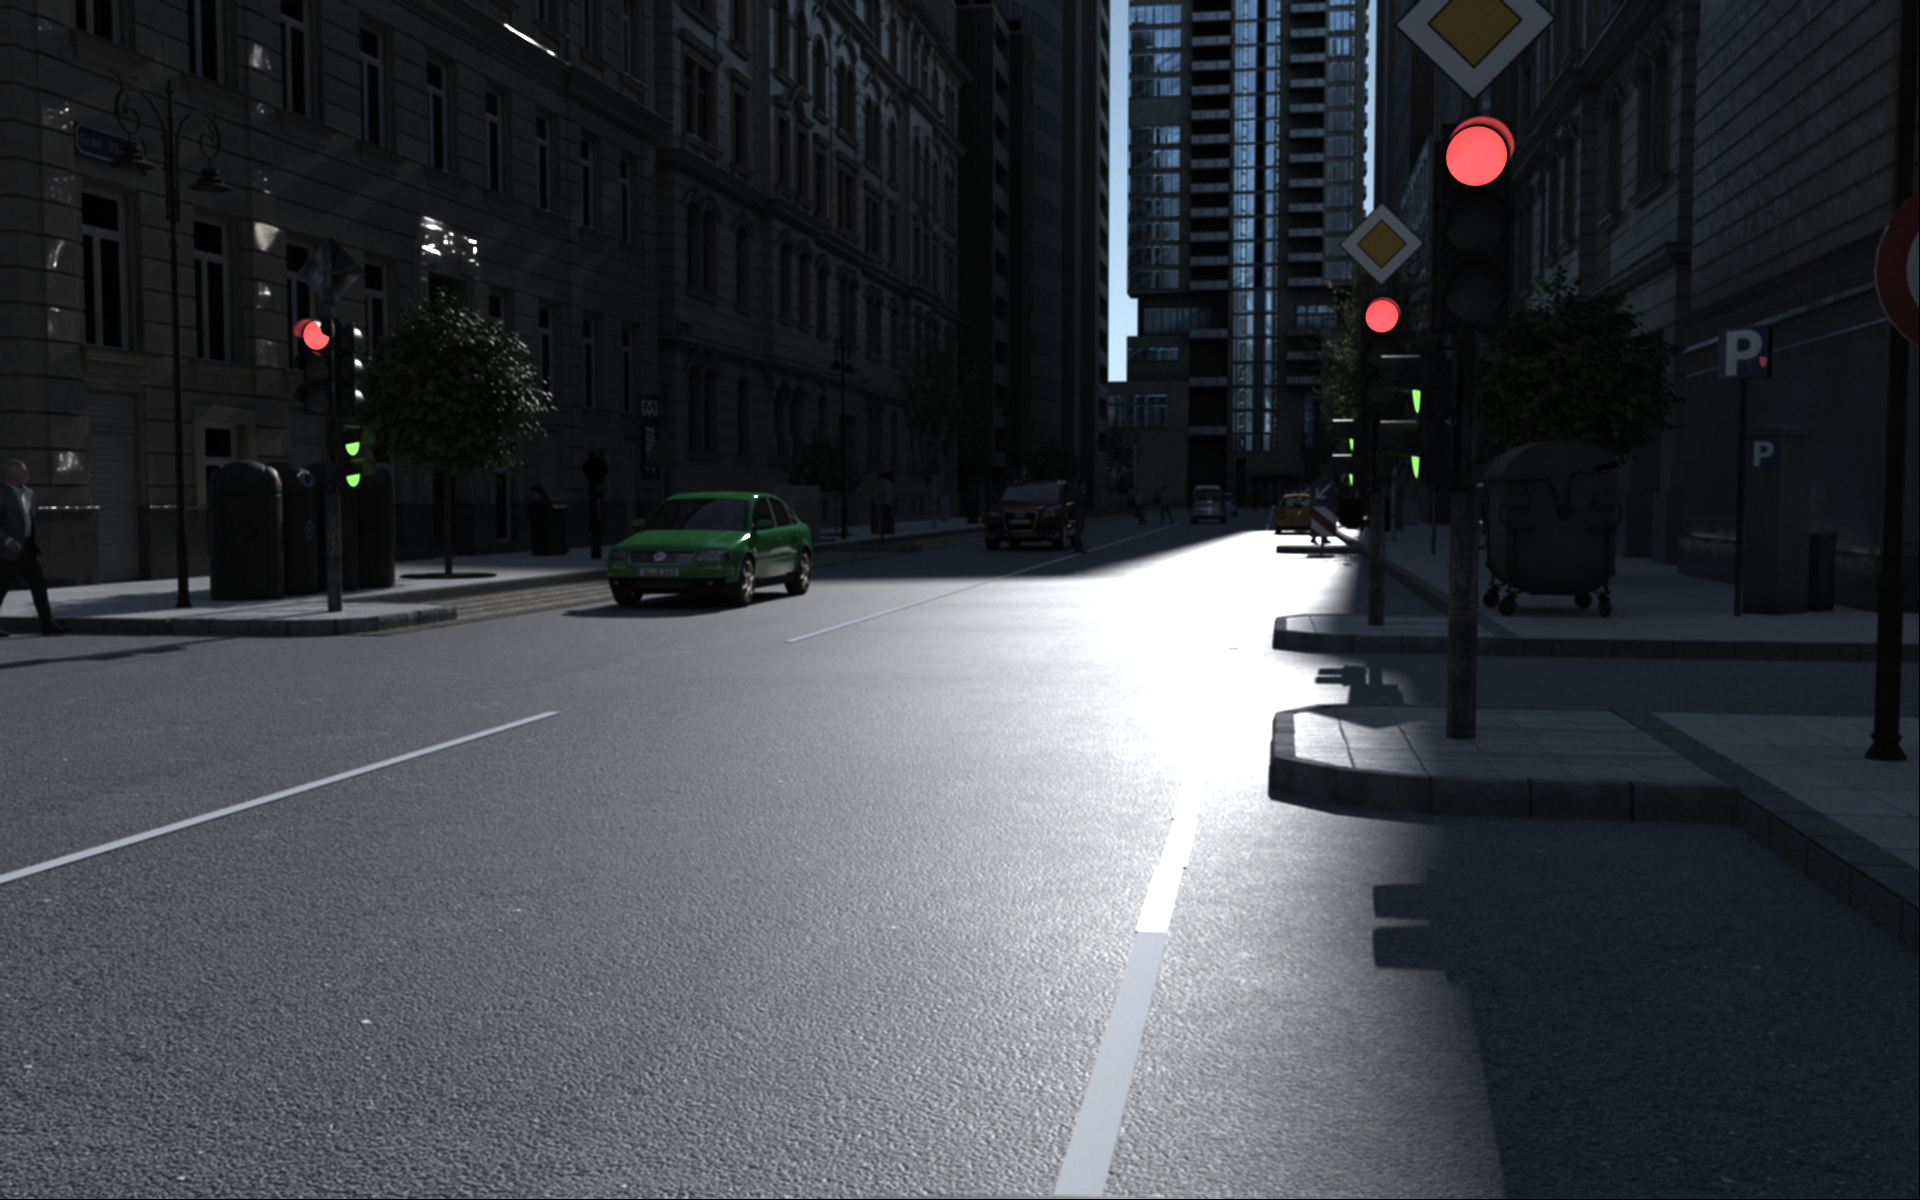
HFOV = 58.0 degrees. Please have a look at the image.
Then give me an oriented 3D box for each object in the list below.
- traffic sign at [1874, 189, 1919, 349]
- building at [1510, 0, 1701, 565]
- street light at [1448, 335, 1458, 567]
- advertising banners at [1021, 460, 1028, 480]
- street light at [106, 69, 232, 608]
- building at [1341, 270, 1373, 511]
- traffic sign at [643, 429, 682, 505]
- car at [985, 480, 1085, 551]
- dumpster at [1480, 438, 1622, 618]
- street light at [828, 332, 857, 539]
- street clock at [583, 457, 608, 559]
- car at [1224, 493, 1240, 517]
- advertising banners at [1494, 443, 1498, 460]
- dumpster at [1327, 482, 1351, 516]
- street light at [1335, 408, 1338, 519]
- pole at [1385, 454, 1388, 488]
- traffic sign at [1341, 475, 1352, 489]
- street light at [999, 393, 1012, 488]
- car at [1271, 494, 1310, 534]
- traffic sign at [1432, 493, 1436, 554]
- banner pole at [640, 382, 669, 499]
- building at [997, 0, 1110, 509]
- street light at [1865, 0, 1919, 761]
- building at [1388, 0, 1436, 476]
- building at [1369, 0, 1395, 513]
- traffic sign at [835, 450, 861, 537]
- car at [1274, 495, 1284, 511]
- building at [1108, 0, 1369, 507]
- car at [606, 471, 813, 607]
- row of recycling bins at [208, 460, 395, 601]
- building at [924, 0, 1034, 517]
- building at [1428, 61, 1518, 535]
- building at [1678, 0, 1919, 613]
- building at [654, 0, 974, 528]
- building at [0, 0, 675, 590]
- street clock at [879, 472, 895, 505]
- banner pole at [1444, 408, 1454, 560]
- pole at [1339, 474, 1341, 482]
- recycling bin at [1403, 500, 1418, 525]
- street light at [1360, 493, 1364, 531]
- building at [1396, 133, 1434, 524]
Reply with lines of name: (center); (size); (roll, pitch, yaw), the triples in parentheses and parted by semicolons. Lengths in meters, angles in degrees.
traffic sign: (3.990, -0.411, 6.820); (0.768, 2.556, 0.104); (1, 4, 18)
building: (20.872, -15.470, 40.320); (14.401, 28.519, 23.554); (1, 4, 10)
street light: (8.679, -3.517, 30.286); (0.468, 5.910, 1.993); (1, 4, 10)
advertising banners: (3.896, -5.717, 89.659); (2.074, 3.025, 0.090); (-3, 5, -40)
street light: (-8.795, -2.854, 19.444); (0.468, 5.910, 1.993); (1, 4, 10)
building: (46.768, -18.368, 145.363); (27.650, 21.520, 28.899); (1, 4, 10)
traffic sign: (-5.983, -2.125, 34.754); (0.884, 2.594, 0.081); (1, 4, 20)
car: (2.028, -2.260, 45.621); (2.281, 1.827, 5.304); (1, 4, 12)
dumpster: (6.374, -0.793, 18.724); (1.264, 1.857, 1.865); (1, 4, 10)
street light: (-3.340, -4.690, 49.477); (0.468, 5.910, 1.993); (1, 4, 10)
street clock: (-7.223, -1.821, 34.338); (0.471, 2.002, 0.358); (-1, 4, -18)
car: (17.039, -6.248, 111.749); (1.945, 1.707, 3.694); (1, 4, 11)
advertising banners: (11.914, -2.565, 38.124); (0.090, 3.025, 2.074); (1, 4, 9)
dumpster: (18.480, -4.832, 84.757); (1.264, 1.857, 1.865); (1, 4, 10)
street light: (19.400, -7.124, 89.272); (0.468, 5.910, 1.993); (1, 4, 10)
pole: (20.798, -5.545, 84.510); (0.158, 3.312, 0.155); (0, 3, 0)
traffic sign: (20.027, -5.353, 89.653); (0.606, 2.300, 0.079); (1, 4, 11)
street light: (2.107, -6.500, 79.068); (0.468, 5.910, 1.993); (1, 4, 10)
car: (12.487, -3.276, 63.782); (2.015, 1.641, 3.980); (1, 4, 11)
traffic sign: (10.110, -2.250, 36.901); (0.768, 2.556, 0.104); (1, 4, 11)
banner pole: (-6.745, -2.970, 38.577); (0.863, 3.779, 0.401); (-2, 4, -32)
building: (-0.907, -37.606, 156.861); (28.212, 58.520, 21.231); (1, 4, 10)
street light: (4.493, -2.167, 8.226); (0.468, 5.910, 1.993); (1, 4, 10)
building: (31.524, -27.260, 95.810); (14.600, 45.320, 14.200); (1, 4, 10)
building: (38.551, -35.094, 115.786); (21.231, 58.520, 28.212); (1, 4, 10)
traffic sign: (-3.359, -3.139, 51.330); (0.884, 2.594, 0.081); (1, 4, 14)
car: (27.762, -8.269, 147.775); (1.945, 1.354, 3.894); (1, 4, 9)
building: (30.247, -53.416, 186.028); (31.000, 86.520, 22.319); (1, 4, 10)
car: (-3.309, -0.901, 23.531); (1.959, 1.807, 4.718); (1, 4, 10)
row of recycling bins: (-8.518, -0.940, 22.476); (1.069, 1.692, 3.534); (1, 4, 11)
building: (-3.599, -20.184, 101.717); (14.160, 30.474, 14.107); (1, 4, 10)
building: (24.014, -14.924, 62.026); (12.078, 24.808, 19.932); (1, 4, 10)
building: (19.526, -10.519, 21.138); (18.267, 20.994, 9.793); (1, 4, 10)
building: (-8.119, -18.095, 83.249); (14.401, 28.519, 23.554); (1, 4, 10)
building: (-15.793, -14.555, 35.241); (12.463, 27.353, 25.104); (1, 4, 10)
street clock: (-2.359, -3.130, 55.753); (0.471, 2.002, 0.358); (-2, 4, -29)
banner pole: (9.615, -2.679, 33.818); (0.401, 3.779, 0.863); (-2, 4, -34)
pole: (19.897, -5.904, 90.379); (0.158, 3.312, 0.155); (0, 3, 0)
recycling bin: (18.357, -3.577, 71.045); (0.722, 1.027, 0.722); (0, 4, 0)
street light: (13.922, -5.322, 59.800); (0.468, 5.910, 1.993); (1, 4, 10)
building: (26.396, -13.828, 80.847); (10.420, 20.320, 16.860); (1, 4, 10)
